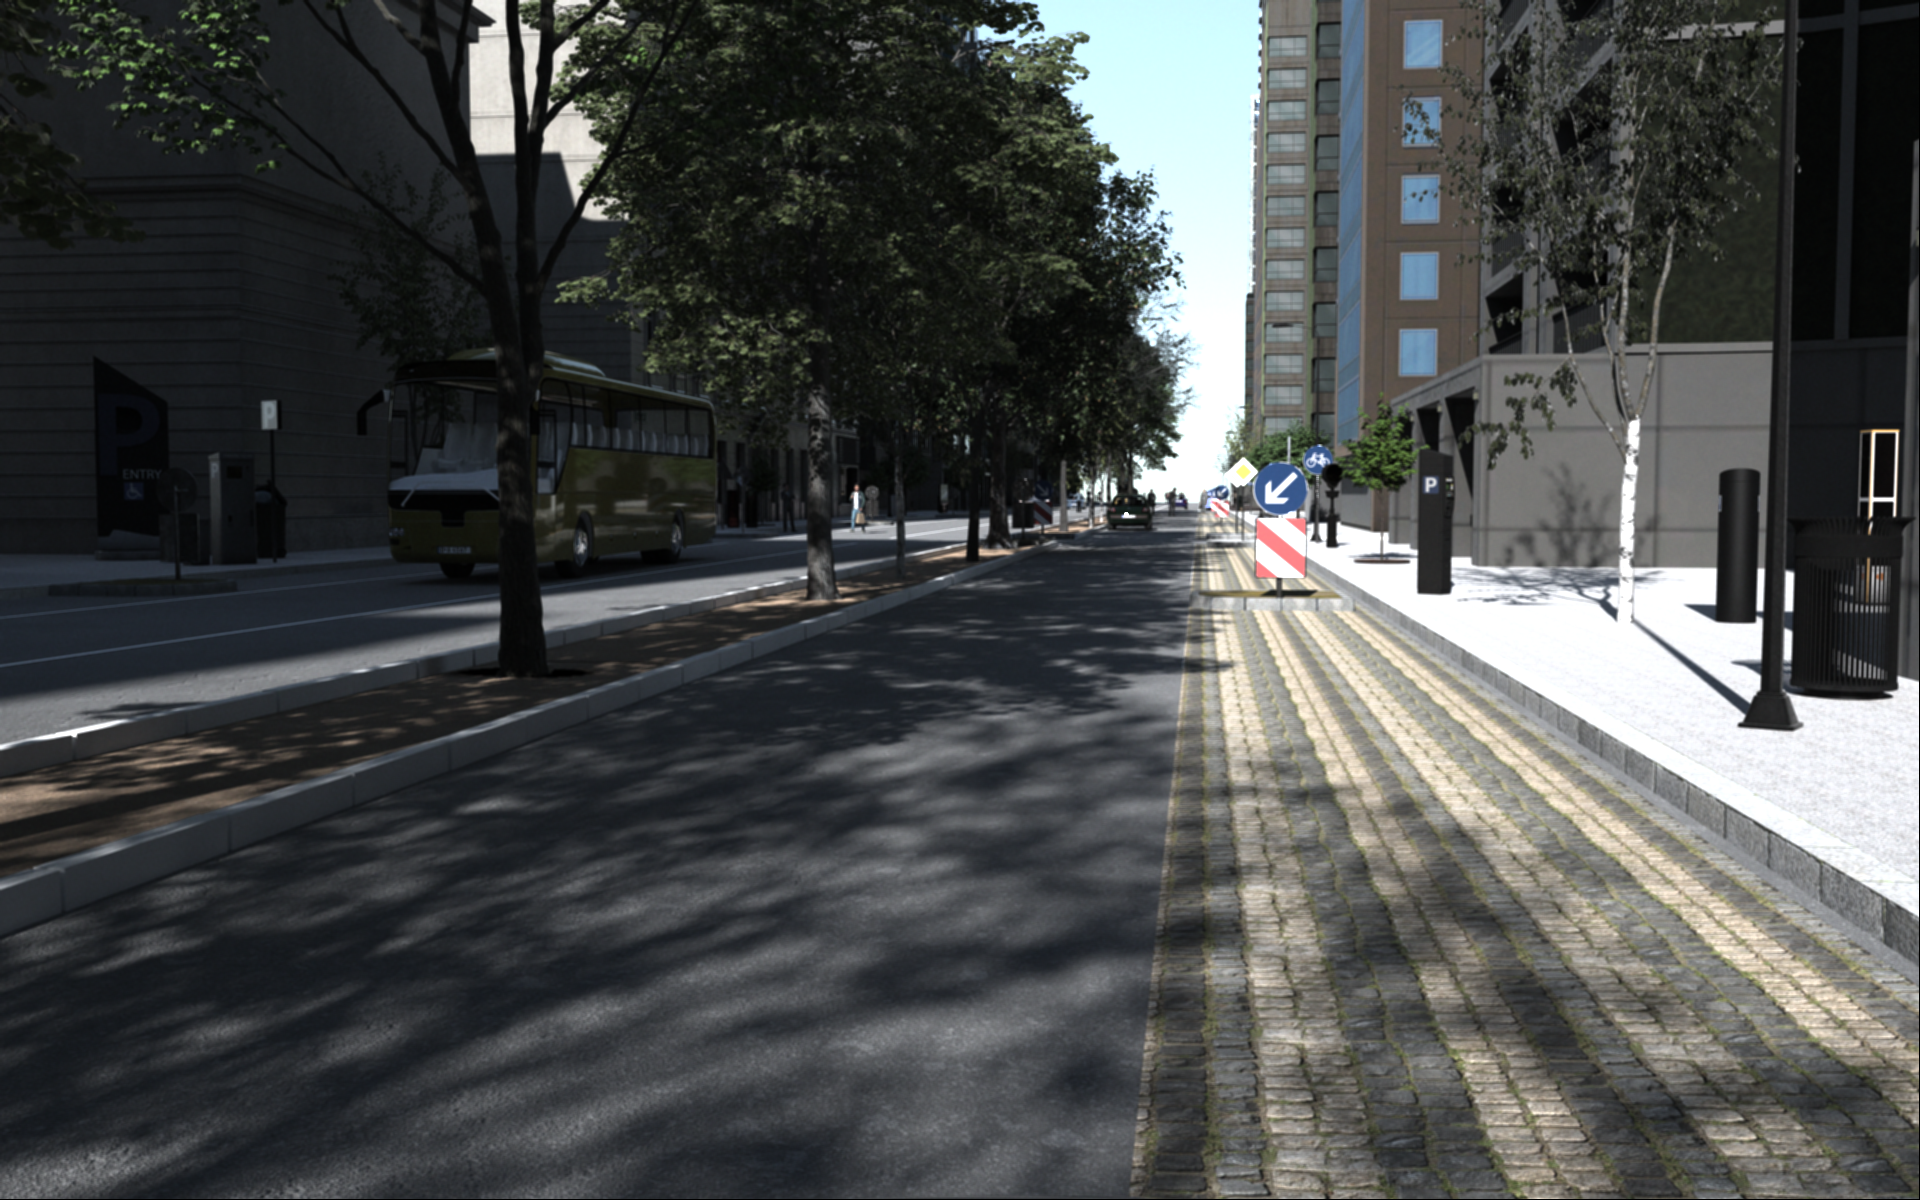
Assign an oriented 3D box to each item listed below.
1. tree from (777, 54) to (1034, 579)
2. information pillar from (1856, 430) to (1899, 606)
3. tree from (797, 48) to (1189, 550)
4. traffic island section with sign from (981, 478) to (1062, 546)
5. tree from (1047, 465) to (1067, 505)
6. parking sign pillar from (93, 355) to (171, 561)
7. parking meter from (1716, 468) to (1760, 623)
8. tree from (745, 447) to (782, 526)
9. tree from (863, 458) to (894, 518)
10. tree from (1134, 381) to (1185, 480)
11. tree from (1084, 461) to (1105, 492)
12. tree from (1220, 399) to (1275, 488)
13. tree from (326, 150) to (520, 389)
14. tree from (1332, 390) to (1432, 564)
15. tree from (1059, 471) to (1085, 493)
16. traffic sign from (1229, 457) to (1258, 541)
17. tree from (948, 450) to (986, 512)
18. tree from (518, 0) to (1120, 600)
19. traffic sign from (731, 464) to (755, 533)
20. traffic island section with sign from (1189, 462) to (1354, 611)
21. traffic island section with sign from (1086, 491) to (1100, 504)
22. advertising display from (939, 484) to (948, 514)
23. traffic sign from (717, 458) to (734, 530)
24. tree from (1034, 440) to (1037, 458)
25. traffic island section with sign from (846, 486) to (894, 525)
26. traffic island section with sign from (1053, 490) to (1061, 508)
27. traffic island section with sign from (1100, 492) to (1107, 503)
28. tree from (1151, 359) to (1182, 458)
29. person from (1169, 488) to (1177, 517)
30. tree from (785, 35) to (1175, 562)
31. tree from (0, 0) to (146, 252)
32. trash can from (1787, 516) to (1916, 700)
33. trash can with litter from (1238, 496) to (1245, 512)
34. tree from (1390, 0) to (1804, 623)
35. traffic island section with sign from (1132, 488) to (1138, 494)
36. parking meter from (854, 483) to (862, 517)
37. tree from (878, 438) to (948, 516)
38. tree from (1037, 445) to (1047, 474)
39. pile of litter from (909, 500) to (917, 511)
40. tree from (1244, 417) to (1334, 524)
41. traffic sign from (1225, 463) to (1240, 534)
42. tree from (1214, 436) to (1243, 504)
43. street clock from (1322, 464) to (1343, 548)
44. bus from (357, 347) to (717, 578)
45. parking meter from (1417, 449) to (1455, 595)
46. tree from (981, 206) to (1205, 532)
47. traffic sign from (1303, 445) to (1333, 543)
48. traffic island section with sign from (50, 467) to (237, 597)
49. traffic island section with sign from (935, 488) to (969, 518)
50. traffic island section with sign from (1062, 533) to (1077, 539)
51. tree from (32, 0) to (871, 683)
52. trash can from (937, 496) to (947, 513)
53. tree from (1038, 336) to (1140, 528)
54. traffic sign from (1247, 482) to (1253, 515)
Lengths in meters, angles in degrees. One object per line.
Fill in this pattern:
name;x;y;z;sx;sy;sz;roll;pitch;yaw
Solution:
tree;-1.017;-4.642;28.714;4.360;8.622;3.978;0;3;0
information pillar;10.551;-0.944;19.932;0.304;2.012;0.304;0;4;3
tree;0.992;-7.639;44.370;9.611;12.733;9.660;0;3;0
traffic island section with sign;1.702;-2.468;48.496;2.006;1.907;1.989;0;4;8
tree;10.979;-15.516;204.042;4.360;8.622;3.978;0;3;0
parking sign pillar;-16.192;-2.779;33.902;1.447;3.967;1.447;-2;4;-24
parking meter;7.781;-0.545;17.325;0.372;1.533;0.369;0;3;0
tree;-8.120;-4.617;70.085;1.663;3.219;1.824;0;3;0
tree;-4.316;-5.977;92.332;1.663;3.219;1.824;0;3;0
tree;12.543;-12.597;126.543;7.486;12.596;7.792;0;3;0
tree;21.547;-20.112;279.200;4.360;8.622;3.978;0;3;0
tree;21.971;-11.166;132.925;4.737;8.622;4.395;0;3;0
tree;-11.680;-5.357;37.949;4.737;8.622;4.395;0;3;0
tree;7.895;-2.313;32.426;1.663;3.219;1.824;0;3;0
tree;15.059;-15.240;232.892;4.285;4.588;4.351;0;3;0
traffic sign;7.739;-2.673;47.344;0.795;2.450;0.064;0;4;8
tree;0.256;-8.761;126.957;4.285;4.588;4.351;0;3;0
tree;-1.819;-6.237;22.566;7.486;12.596;7.792;0;3;0
traffic sign;-7.204;-3.293;57.489;0.795;2.450;0.064;0;4;8
traffic island section with sign;3.937;-0.822;22.067;1.989;1.847;2.006;0;4;8
traffic island section with sign;17.751;-14.015;237.774;1.989;1.847;2.006;0;4;8
advertising display;-1.077;-6.650;113.934;0.123;1.923;0.974;2;4;31
traffic sign;-8.535;-3.808;62.266;0.884;2.594;0.081;1;4;16
tree;3.756;-12.242;150.513;4.360;8.622;3.978;0;3;0
traffic island section with sign;-4.110;-4.368;80.048;1.989;1.847;2.006;0;4;8
traffic island section with sign;10.214;-10.688;183.372;1.989;1.847;2.006;0;4;8
traffic island section with sign;21.452;-15.648;264.475;1.989;1.847;2.006;0;4;8
tree;11.568;-11.598;117.832;9.928;11.665;9.643;0;3;0
person;13.606;-6.255;110.581;0.447;1.846;0.655;-3;4;-38
tree;0.190;-6.049;35.773;8.767;10.594;7.601;0;4;8
tree;-4.497;-5.141;4.644;7.486;12.596;7.792;0;3;0
trash can;5.609;0.042;10.967;0.748;1.137;0.748;0;3;0
trash can with litter;20.771;-7.109;127.619;0.624;1.170;1.055;-1;4;-10
tree;6.635;-4.095;17.312;4.360;8.622;3.978;0;3;0
traffic island section with sign;13.037;-7.470;130.263;2.006;1.907;1.989;0;4;8
parking meter;-5.187;-5.045;88.205;0.399;1.863;0.255;-1;4;-12
tree;-3.213;-7.187;101.227;4.285;4.588;4.351;0;3;0
tree;5.150;-12.849;160.449;4.360;8.622;3.978;0;3;0
pile of litter;-3.866;-7.107;130.169;1.176;0.858;1.719;-2;4;-29
tree;14.381;-5.508;73.777;4.285;4.588;4.351;0;3;0
traffic sign;8.835;-3.157;55.254;0.795;2.450;0.064;0;4;8
tree;33.860;-16.247;216.003;4.360;8.622;3.978;0;3;0
street clock;8.905;-2.255;41.441;0.471;2.002;0.358;-1;4;-13
bus;-7.297;-2.522;32.781;2.896;3.916;12.252;0;4;6
parking meter;6.101;-1.008;22.197;0.399;1.863;0.255;3;5;43
tree;3.885;-9.296;64.820;12.009;13.543;11.850;0;3;0
traffic sign;9.365;-2.767;45.346;0.768;2.556;0.104;1;4;15
traffic island section with sign;-11.708;-1.012;25.177;1.989;1.847;2.006;0;4;8
traffic island section with sign;-0.406;-6.001;106.748;1.989;1.847;2.006;0;4;8
traffic island section with sign;2.729;-2.917;55.832;2.006;1.907;1.989;0;4;8
tree;-3.525;-5.211;13.412;9.928;11.665;9.643;0;3;0
trash can;-1.229;-6.568;119.035;0.748;1.137;0.748;0;3;0
tree;5.549;-7.367;73.277;4.737;8.622;4.395;0;3;0
traffic sign;18.217;-6.626;108.444;0.768;2.556;0.104;1;4;17
